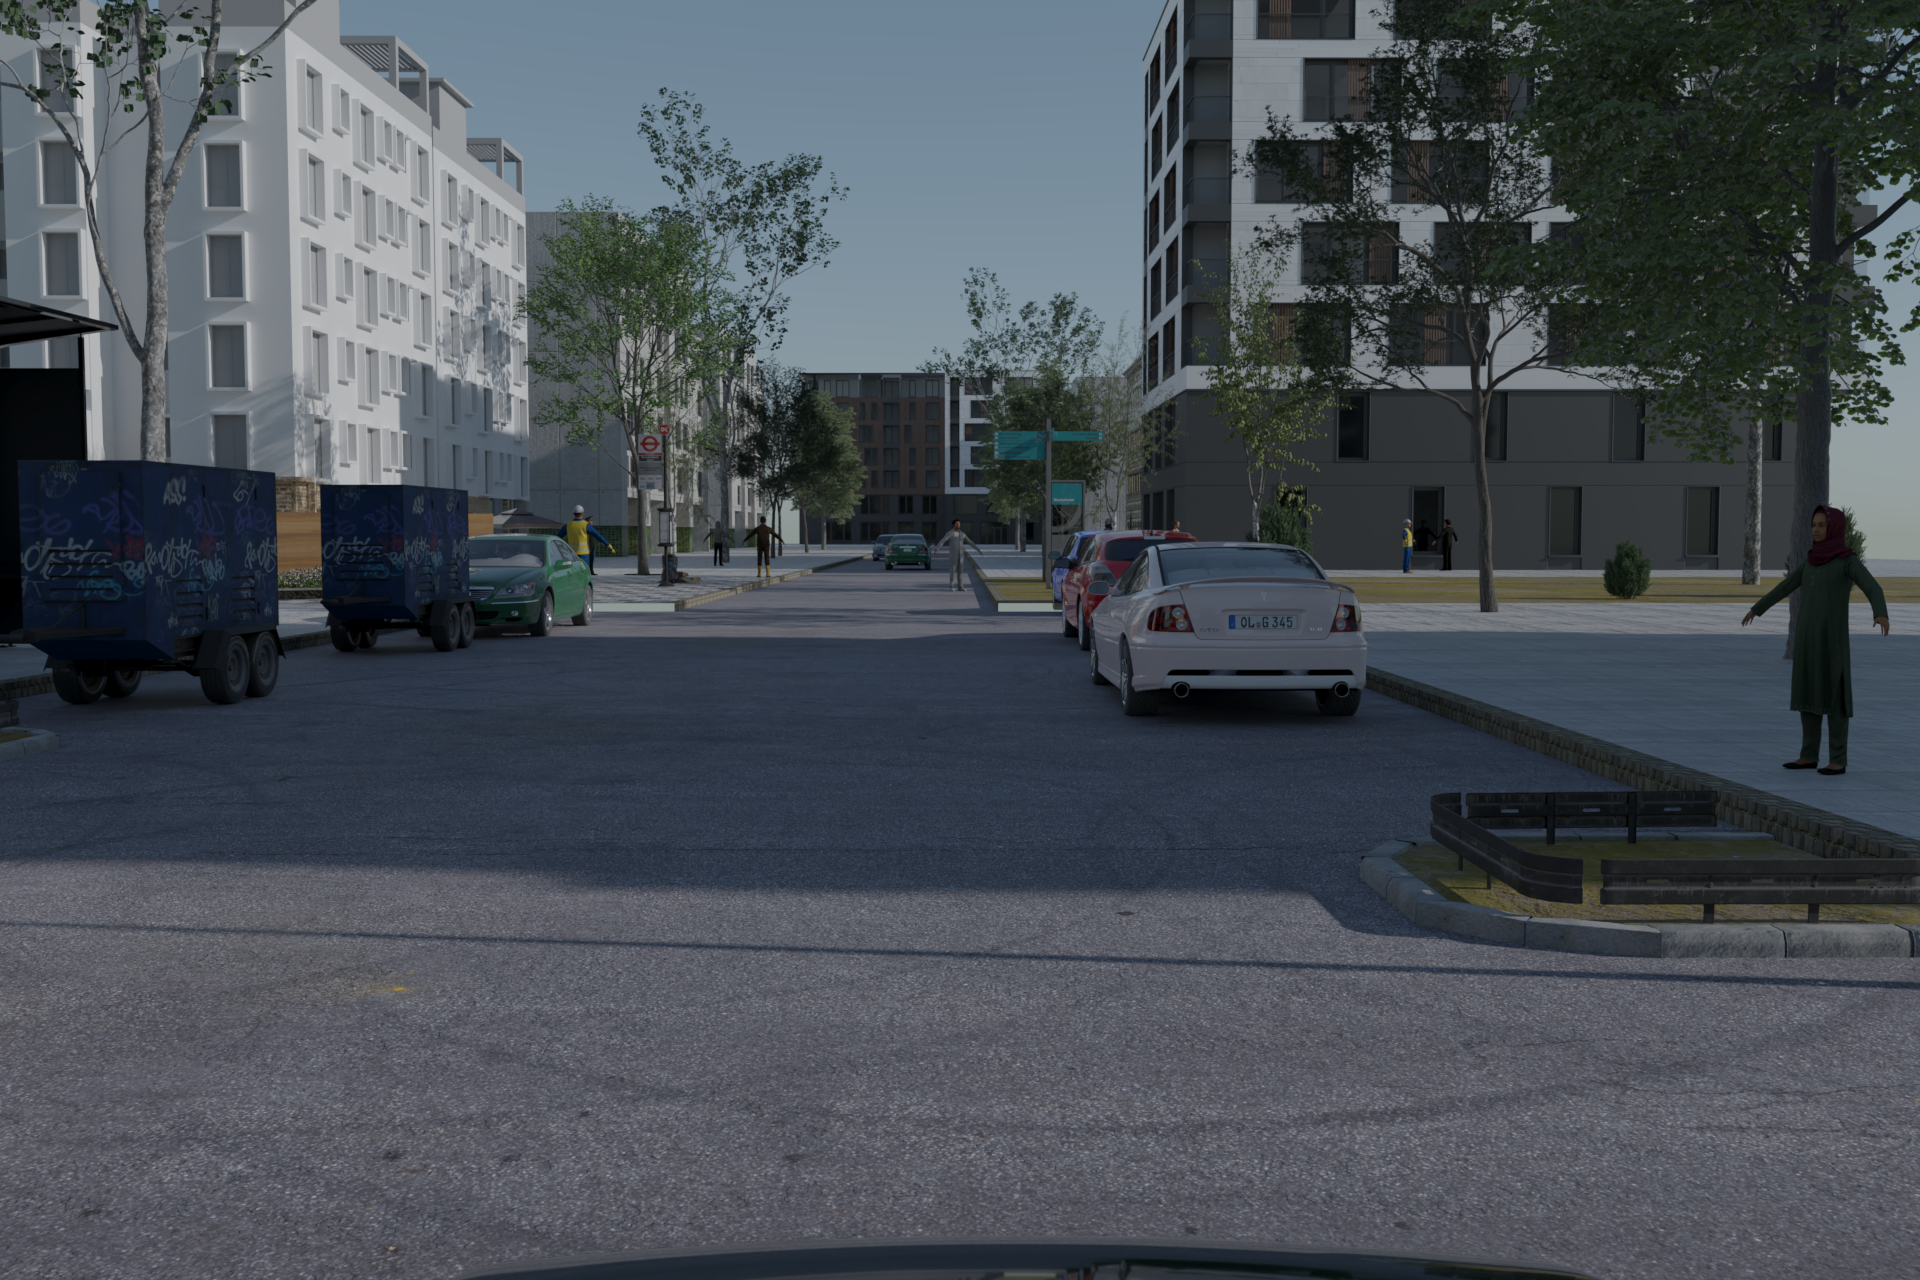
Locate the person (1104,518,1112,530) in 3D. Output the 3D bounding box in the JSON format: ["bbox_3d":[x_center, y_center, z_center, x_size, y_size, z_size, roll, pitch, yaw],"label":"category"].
[{"bbox_3d":[5.426,-3.539,63.626,1.354,1.858,0.705,-3,5,-43],"label":"person"}]

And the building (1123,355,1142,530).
[{"bbox_3d":[24.981,-19.767,154.124,19.493,23.208,18.063,0,4,0],"label":"building"}]

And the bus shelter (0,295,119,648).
[{"bbox_3d":[-10.301,-1.543,16.507,1.731,3.624,6.357,0,4,0],"label":"bus shelter"}]

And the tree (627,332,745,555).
[{"bbox_3d":[-10.702,-6.941,63.851,4.360,8.622,3.978,0,3,0],"label":"tree"}]

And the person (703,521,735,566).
[{"bbox_3d":[-9.729,-3.890,69.728,1.348,1.813,0.705,1,4,14],"label":"person"}]

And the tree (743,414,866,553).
[{"bbox_3d":[-10.611,-11.276,118.776,8.767,10.594,7.601,-1,4,-23],"label":"tree"}]

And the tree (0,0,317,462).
[{"bbox_3d":[-12.329,-10.536,28.148,12.611,20.169,13.585,0,3,0],"label":"tree"}]

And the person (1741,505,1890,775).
[{"bbox_3d":[4.598,-0.006,9.313,0.599,1.438,0.989,-1,4,-18],"label":"person"}]

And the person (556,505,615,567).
[{"bbox_3d":[-7.303,-1.668,33.241,1.349,1.833,0.705,0,4,5],"label":"person"}]

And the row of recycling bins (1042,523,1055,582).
[{"bbox_3d":[2.735,-2.457,47.288,1.069,1.692,3.534,0,4,-1],"label":"row of recycling bins"}]

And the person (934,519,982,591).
[{"bbox_3d":[-0.078,-2.128,43.437,1.347,1.806,0.705,-2,4,-27],"label":"person"}]

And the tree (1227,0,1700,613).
[{"bbox_3d":[8.413,-5.744,28.323,7.601,10.594,8.767,2,4,32],"label":"tree"}]

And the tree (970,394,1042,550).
[{"bbox_3d":[4.682,-13.445,137.947,7.486,12.596,7.792,0,3,0],"label":"tree"}]

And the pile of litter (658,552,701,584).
[{"bbox_3d":[-7.368,-1.924,45.430,1.176,0.858,1.719,0,4,1],"label":"pile of litter"}]

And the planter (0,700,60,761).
[{"bbox_3d":[-7.038,0.611,11.144,1.991,0.319,1.994,0,4,0],"label":"planter"}]

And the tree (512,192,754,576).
[{"bbox_3d":[-9.994,-7.820,53.606,9.928,11.665,9.643,0,3,0],"label":"tree"}]

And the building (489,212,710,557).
[{"bbox_3d":[-26.922,-14.963,111.104,16.747,18.905,31.486,0,4,0],"label":"building"}]

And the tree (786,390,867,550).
[{"bbox_3d":[-11.110,-13.384,136.959,7.486,12.596,7.792,0,3,0],"label":"tree"}]

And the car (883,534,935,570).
[{"bbox_3d":[-2.078,-3.562,70.033,2.131,1.459,4.920,0,4,-1],"label":"car"}]

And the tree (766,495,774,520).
[{"bbox_3d":[-25.743,-16.876,226.276,4.737,8.622,4.395,0,3,0],"label":"tree"}]

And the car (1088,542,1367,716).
[{"bbox_3d":[2.195,-0.163,15.033,2.083,1.381,4.827,0,4,-1],"label":"car"}]

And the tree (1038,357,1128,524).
[{"bbox_3d":[4.905,-7.487,72.774,4.737,8.622,4.395,0,3,0],"label":"tree"}]

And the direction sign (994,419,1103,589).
[{"bbox_3d":[2.069,-3.108,39.581,2.525,3.948,1.411,0,4,-2],"label":"direction sign"}]

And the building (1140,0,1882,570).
[{"bbox_3d":[21.783,-14.273,77.335,27.936,21.610,32.646,0,4,0],"label":"building"}]

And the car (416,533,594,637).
[{"bbox_3d":[-6.689,-0.852,25.725,2.131,1.459,4.920,0,4,-1],"label":"car"}]

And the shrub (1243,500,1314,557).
[{"bbox_3d":[6.809,-2.015,37.363,1.690,2.028,1.600,0,3,0],"label":"shrub"}]

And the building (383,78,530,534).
[{"bbox_3d":[-26.346,-13.264,73.279,16.016,20.090,11.380,0,4,-1],"label":"building"}]

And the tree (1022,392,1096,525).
[{"bbox_3d":[4.930,-8.543,90.047,4.360,8.622,3.978,0,3,0],"label":"tree"}]

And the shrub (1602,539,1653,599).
[{"bbox_3d":[13.155,-1.410,34.178,1.383,1.207,1.383,0,3,0],"label":"shrub"}]

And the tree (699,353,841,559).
[{"bbox_3d":[-9.909,-9.524,90.129,8.767,10.594,7.601,1,4,13],"label":"tree"}]

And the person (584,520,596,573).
[{"bbox_3d":[-12.171,-3.092,56.688,1.347,1.817,0.704,1,4,14],"label":"person"}]

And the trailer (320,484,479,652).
[{"bbox_3d":[-6.880,-0.834,20.689,1.471,1.999,3.904,0,4,0],"label":"trailer"}]

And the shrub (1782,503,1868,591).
[{"bbox_3d":[17.715,-1.899,35.465,1.690,2.028,1.600,0,3,0],"label":"shrub"}]

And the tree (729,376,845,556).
[{"bbox_3d":[-10.348,-10.201,101.198,8.767,10.594,7.601,2,4,24],"label":"tree"}]

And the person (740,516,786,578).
[{"bbox_3d":[-5.815,-2.756,51.206,1.346,1.812,0.704,0,4,-5],"label":"person"}]

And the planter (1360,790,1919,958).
[{"bbox_3d":[2.662,0.875,6.838,1.991,0.319,1.994,0,4,-1],"label":"planter"}]

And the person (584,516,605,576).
[{"bbox_3d":[-11.417,-2.906,53.450,0.705,1.837,1.347,1,4,20],"label":"person"}]

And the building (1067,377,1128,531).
[{"bbox_3d":[21.379,-20.590,203.100,16.747,18.905,31.486,0,3,0],"label":"building"}]

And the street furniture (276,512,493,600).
[{"bbox_3d":[-14.155,-1.807,36.399,9.812,1.723,11.010,-3,4,-38],"label":"street furniture"}]

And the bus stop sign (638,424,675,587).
[{"bbox_3d":[-7.403,-3.274,42.237,0.855,3.939,0.416,0,4,1],"label":"bus stop sign"}]

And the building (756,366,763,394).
[{"bbox_3d":[-26.948,-20.002,183.452,16.016,20.090,11.380,0,4,-1],"label":"building"}]

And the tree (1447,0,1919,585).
[{"bbox_3d":[18.973,-11.530,44.413,12.611,20.169,13.585,0,3,0],"label":"tree"}]

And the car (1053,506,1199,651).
[{"bbox_3d":[2.338,-0.840,22.781,2.155,1.783,4.494,0,4,-1],"label":"car"}]

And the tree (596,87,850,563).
[{"bbox_3d":[-11.873,-13.490,76.451,12.611,20.169,13.585,0,3,0],"label":"tree"}]

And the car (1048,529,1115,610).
[{"bbox_3d":[2.608,-1.352,31.692,1.945,1.707,3.694,0,4,-1],"label":"car"}]

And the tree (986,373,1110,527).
[{"bbox_3d":[5.160,-10.086,99.315,7.601,10.594,8.767,-1,4,-15],"label":"tree"}]

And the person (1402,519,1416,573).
[{"bbox_3d":[14.746,-3.078,56.795,0.721,1.772,1.216,2,4,29],"label":"person"}]

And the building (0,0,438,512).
[{"bbox_3d":[-25.877,-12.239,56.523,16.016,20.090,11.380,0,4,-1],"label":"building"}]

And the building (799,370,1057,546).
[{"bbox_3d":[-3.841,-23.339,228.029,32.646,21.610,27.936,0,4,1],"label":"building"}]

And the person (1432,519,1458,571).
[{"bbox_3d":[16.997,-3.322,60.498,1.347,1.806,0.705,-3,4,-37],"label":"person"}]

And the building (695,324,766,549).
[{"bbox_3d":[-28.447,-18.065,161.813,16.747,18.905,31.486,0,4,1],"label":"building"}]

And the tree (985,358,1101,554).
[{"bbox_3d":[5.468,-11.822,111.424,7.486,12.596,7.792,0,3,0],"label":"tree"}]

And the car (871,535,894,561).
[{"bbox_3d":[-3.746,-4.955,93.010,2.014,1.417,4.499,0,4,0],"label":"car"}]

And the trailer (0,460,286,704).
[{"bbox_3d":[-6.795,-0.434,14.151,1.471,1.999,3.904,0,4,0],"label":"trailer"}]

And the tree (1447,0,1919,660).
[{"bbox_3d":[8.622,-6.044,16.953,7.486,12.596,7.792,0,3,0],"label":"tree"}]

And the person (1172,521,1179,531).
[{"bbox_3d":[7.551,-3.244,59.842,0.721,1.733,1.217,3,4,37],"label":"person"}]

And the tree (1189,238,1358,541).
[{"bbox_3d":[7.479,-5.661,42.926,4.737,8.622,4.395,0,3,0],"label":"tree"}]

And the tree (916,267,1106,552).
[{"bbox_3d":[3.146,-16.430,124.521,12.611,20.169,13.585,0,3,0],"label":"tree"}]

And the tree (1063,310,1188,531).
[{"bbox_3d":[4.973,-6.563,57.674,4.360,8.622,3.978,0,3,0],"label":"tree"}]
